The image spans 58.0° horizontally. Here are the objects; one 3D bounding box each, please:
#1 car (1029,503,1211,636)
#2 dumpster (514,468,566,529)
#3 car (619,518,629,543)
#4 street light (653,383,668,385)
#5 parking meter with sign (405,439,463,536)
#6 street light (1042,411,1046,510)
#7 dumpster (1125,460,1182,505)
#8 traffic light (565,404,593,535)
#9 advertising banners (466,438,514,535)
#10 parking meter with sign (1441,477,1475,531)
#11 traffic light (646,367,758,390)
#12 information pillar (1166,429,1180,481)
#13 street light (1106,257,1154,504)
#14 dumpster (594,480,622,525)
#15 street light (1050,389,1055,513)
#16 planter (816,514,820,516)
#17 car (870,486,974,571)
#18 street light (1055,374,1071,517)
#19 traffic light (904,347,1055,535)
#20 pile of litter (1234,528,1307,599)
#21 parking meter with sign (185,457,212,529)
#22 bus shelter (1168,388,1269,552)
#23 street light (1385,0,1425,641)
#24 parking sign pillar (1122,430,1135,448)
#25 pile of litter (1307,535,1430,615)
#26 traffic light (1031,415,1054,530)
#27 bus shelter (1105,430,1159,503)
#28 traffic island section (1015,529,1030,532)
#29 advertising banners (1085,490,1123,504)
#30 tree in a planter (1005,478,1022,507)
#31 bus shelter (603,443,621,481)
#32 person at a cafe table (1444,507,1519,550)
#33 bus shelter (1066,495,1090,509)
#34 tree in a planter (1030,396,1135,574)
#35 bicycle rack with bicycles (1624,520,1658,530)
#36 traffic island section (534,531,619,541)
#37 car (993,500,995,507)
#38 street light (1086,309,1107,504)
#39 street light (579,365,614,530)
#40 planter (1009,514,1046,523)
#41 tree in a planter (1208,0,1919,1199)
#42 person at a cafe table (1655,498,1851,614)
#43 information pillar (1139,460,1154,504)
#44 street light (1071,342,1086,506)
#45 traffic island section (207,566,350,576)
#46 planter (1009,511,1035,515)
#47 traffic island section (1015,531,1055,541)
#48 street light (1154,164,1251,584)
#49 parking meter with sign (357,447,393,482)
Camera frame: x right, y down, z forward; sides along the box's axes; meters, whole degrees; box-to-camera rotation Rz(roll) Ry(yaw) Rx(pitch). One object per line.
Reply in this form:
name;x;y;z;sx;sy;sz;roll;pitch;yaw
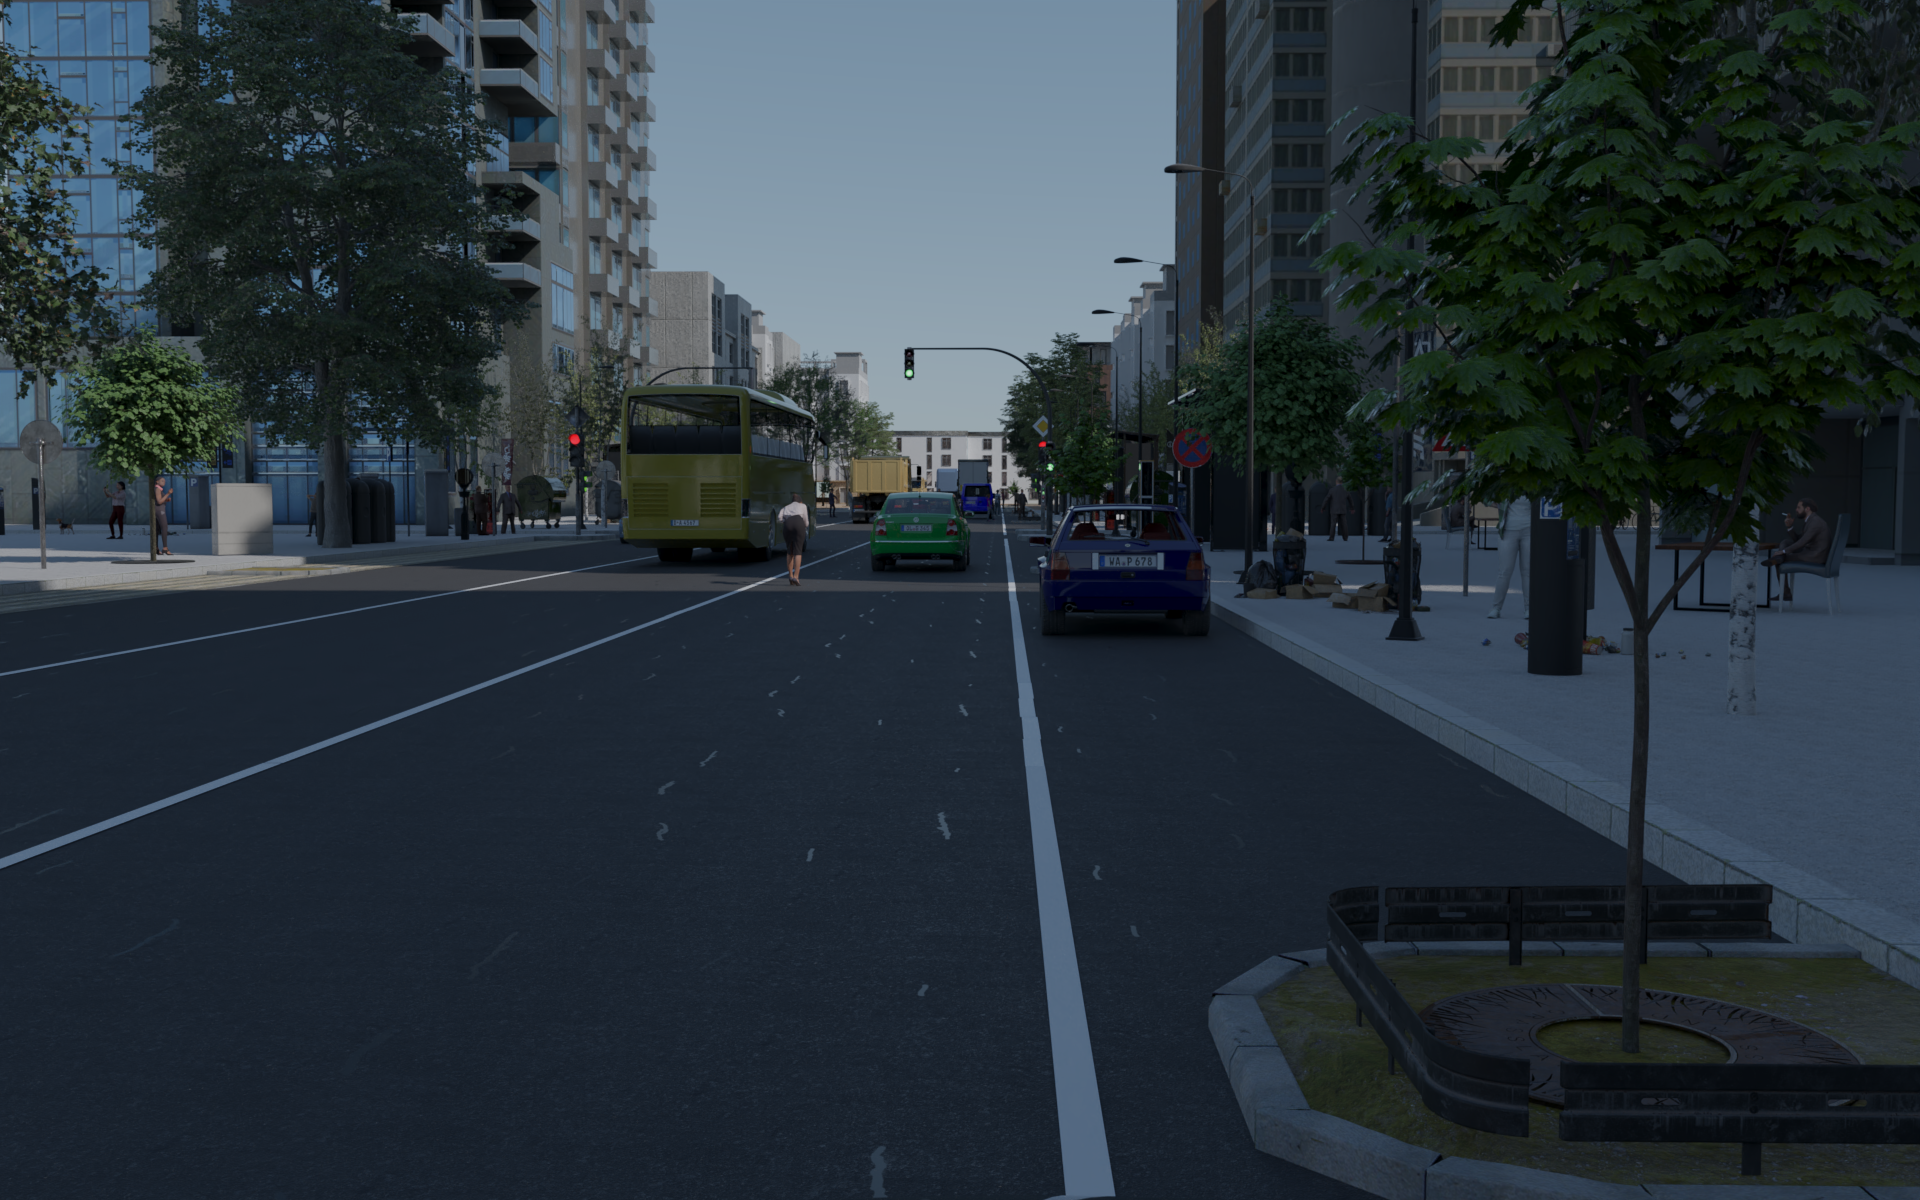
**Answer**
car;1.724;-0.386;18.888;1.945;1.354;3.894;0;4;2
dumpster;-15.548;-3.770;64.126;1.502;2.255;1.985;0;4;1
car;-8.950;-2.431;51.743;2.014;1.417;4.499;0;4;1
street light;-12.884;-6.105;72.360;1.470;5.913;1.316;0;4;1
parking meter with sign;-15.915;-3.449;52.647;1.738;3.016;0.543;-1;4;-21
street light;4.978;-6.963;86.384;1.470;5.913;1.316;0;4;1
dumpster;5.578;-2.906;50.014;1.502;2.255;1.985;0;4;1
traffic light;-11.920;-3.984;54.060;0.839;4.253;0.868;0;4;1
advertising banners;-14.902;-3.587;54.828;2.074;3.025;0.090;2;4;27
parking meter with sign;17.660;-3.971;61.195;0.543;3.016;1.738;-1;4;-20
traffic light;-9.642;-5.343;62.030;4.771;5.953;1.251;0;4;1
information pillar;7.606;-4.322;62.013;0.504;3.616;0.183;2;4;26
street light;3.711;-3.764;34.081;1.470;5.913;1.316;0;4;1
dumpster;-14.545;-4.077;72.415;1.264;1.857;1.865;0;4;1
street light;4.660;-6.367;76.646;1.470;5.913;1.316;0;4;1
planter;-10.247;-5.688;114.135;1.991;0.319;1.994;0;4;1
car;-0.715;-1.516;33.590;1.959;1.807;4.718;0;4;2
street light;4.570;-5.797;67.329;1.470;5.913;1.316;0;4;1
traffic light;0.664;-4.830;53.645;4.771;5.953;1.251;0;4;1
pile of litter;4.245;-0.465;21.572;1.719;0.858;1.176;0;4;1
parking meter with sign;-27.851;-4.110;63.459;0.543;3.016;1.738;1;4;8
bus shelter;6.154;-3.077;41.591;1.731;3.624;6.357;0;4;1
street light;3.385;-2.604;15.118;1.470;5.913;1.316;0;4;1
parking sign pillar;7.002;-5.115;72.097;1.447;3.967;1.447;-2;4;-24
pile of litter;4.675;-0.325;19.286;1.176;0.858;1.719;2;4;24
traffic light;2.942;-4.453;61.721;0.839;4.253;0.868;0;4;1
bus shelter;6.581;-4.609;66.634;1.731;3.624;6.357;0;4;1
traffic island section;2.982;-2.419;61.834;2.009;0.180;2.903;0;4;1
advertising banners;5.378;-3.965;61.015;2.074;3.025;0.090;1;4;14
tree in a planter;5.970;-11.846;190.909;1.991;3.239;1.994;0;4;1
bus shelter;-14.905;-5.410;79.742;1.731;3.624;6.357;0;4;1
person at a cafe table;12.058;-1.783;40.014;1.726;1.238;1.698;1;4;8
bus shelter;7.036;-6.535;100.769;2.014;3.302;5.546;0;4;1
tree in a planter;2.283;-2.107;31.676;1.991;3.239;1.994;0;4;1
bicycle rack with bicycles;23.802;-2.954;61.685;2.925;0.926;2.852;-3;5;-39
traffic island section;-11.960;-1.952;54.196;2.009;0.180;2.903;0;4;1
car;1.719;-7.267;129.046;2.015;1.641;3.980;0;4;2
street light;4.008;-4.352;43.695;1.470;5.913;1.316;0;4;1
street light;-13.162;-5.510;62.627;1.470;5.913;1.316;0;4;1
planter;3.548;-3.997;86.486;1.991;0.319;1.994;0;4;1
tree in a planter;1.650;-0.424;4.151;1.991;3.239;1.994;0;4;1
person at a cafe table;8.788;-0.500;19.043;1.726;1.238;1.698;3;4;38
information pillar;4.076;-2.044;37.911;0.304;2.012;0.304;0;4;1
street light;4.249;-4.922;53.008;1.470;5.913;1.316;0;4;1
traffic island section;-12.158;-0.511;31.228;1.991;0.108;1.994;0;4;1
planter;4.190;-5.687;114.126;1.991;0.319;1.994;0;4;1
traffic island section;2.797;-1.931;53.851;2.009;0.180;2.903;0;4;1
street light;3.571;-3.180;24.527;1.470;5.913;1.316;0;4;1
parking meter with sign;-21.682;-4.105;63.370;1.738;3.016;0.543;-2;4;-34
